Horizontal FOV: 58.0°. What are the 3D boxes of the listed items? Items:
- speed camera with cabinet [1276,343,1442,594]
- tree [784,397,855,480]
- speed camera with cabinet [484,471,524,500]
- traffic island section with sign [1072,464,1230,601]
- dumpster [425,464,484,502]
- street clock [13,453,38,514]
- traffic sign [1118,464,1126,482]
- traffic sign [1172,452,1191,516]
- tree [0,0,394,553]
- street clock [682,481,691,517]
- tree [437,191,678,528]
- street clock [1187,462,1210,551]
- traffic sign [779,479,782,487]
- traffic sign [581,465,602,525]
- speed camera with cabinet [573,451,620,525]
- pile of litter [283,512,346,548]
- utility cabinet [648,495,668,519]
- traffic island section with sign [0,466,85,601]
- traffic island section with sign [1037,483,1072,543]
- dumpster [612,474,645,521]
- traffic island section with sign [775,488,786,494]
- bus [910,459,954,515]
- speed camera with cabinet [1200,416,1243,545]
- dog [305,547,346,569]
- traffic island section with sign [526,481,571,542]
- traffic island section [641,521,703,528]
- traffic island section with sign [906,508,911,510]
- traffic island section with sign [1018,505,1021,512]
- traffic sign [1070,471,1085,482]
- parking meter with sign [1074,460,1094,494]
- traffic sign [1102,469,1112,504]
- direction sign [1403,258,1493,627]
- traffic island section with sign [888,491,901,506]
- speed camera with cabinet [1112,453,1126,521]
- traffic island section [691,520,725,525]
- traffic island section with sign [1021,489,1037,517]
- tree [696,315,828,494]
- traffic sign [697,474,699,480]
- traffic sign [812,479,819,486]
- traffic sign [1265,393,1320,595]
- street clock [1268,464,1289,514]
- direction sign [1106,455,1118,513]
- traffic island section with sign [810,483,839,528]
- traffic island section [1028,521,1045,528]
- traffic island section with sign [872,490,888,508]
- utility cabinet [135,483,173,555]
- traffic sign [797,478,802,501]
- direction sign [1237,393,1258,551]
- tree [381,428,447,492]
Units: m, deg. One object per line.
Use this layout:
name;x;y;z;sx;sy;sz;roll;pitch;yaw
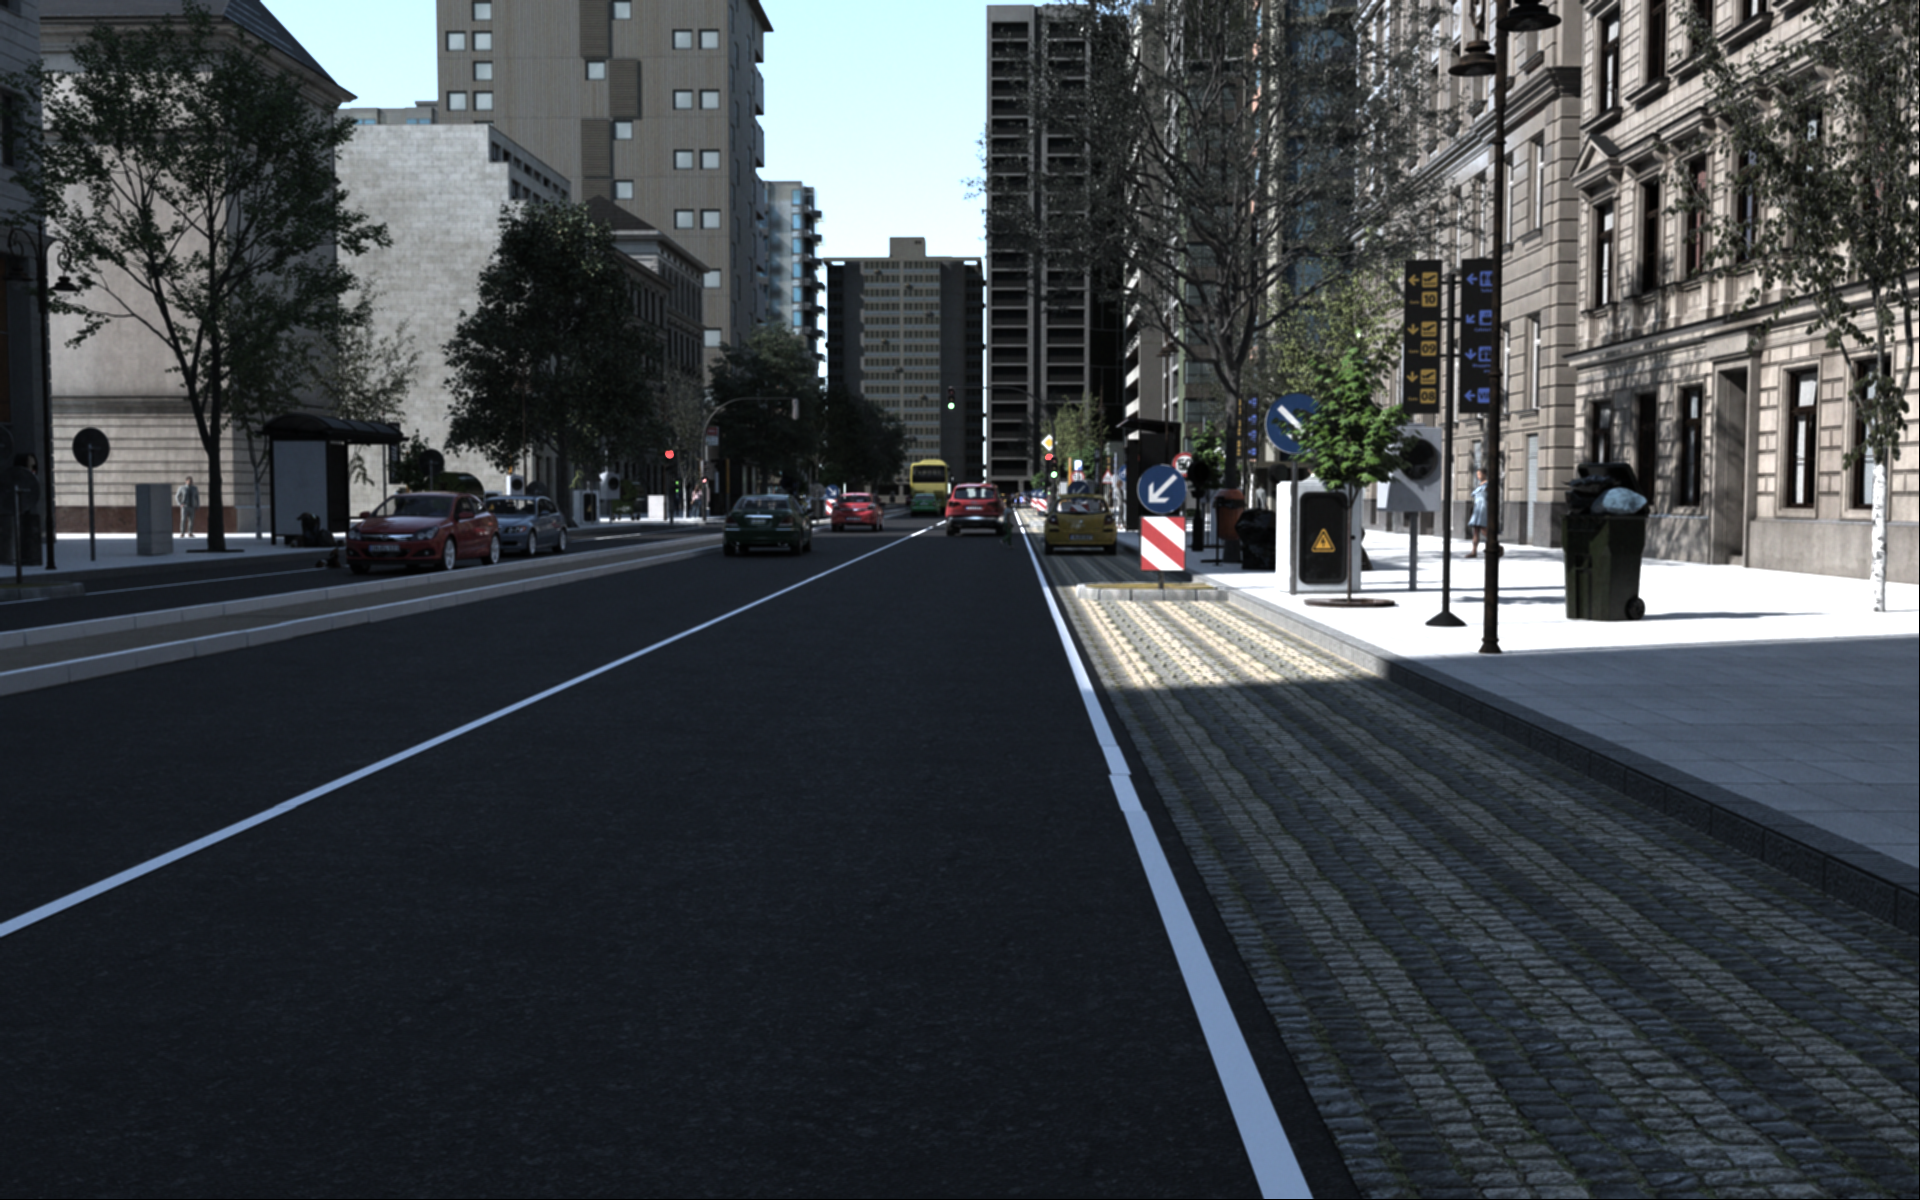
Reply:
speed camera with cabinet;5.197;-1.726;22.563;2.038;3.252;0.660;0;4;-7
tree;-13.089;-13.569;156.260;7.601;10.594;8.767;-1;4;-22
speed camera with cabinet;-21.848;-5.391;82.476;2.038;3.252;0.660;-2;4;-34
traffic island section with sign;2.621;-0.937;23.953;1.989;1.847;2.006;0;4;2
dumpster;-16.207;-3.228;55.271;1.502;2.255;1.985;0;4;2
street clock;-16.589;-1.604;30.797;0.358;2.002;0.471;0;4;-6
traffic sign;7.083;-4.483;73.403;0.768;2.556;0.104;1;4;8
traffic sign;6.791;-3.196;52.366;0.768;2.556;0.104;0;4;6
tree;-16.553;-6.854;37.811;9.928;11.665;9.643;0;3;0
street clock;-15.108;-5.578;95.768;0.471;2.002;0.358;1;4;9
tree;-15.247;-9.110;65.951;9.611;12.733;9.660;0;3;0
street clock;5.330;-2.093;38.792;0.471;2.002;0.358;-2;4;-31
traffic sign;-13.848;-8.331;136.316;0.768;2.556;0.104;1;4;9
traffic sign;-15.434;-4.440;72.591;0.884;2.594;0.081;0;4;3
speed camera with cabinet;-15.446;-4.850;73.639;0.660;3.252;2.038;3;5;42
pile of litter;-15.640;-1.705;41.848;1.719;0.858;1.176;1;4;13
utility cabinet;-15.428;-4.734;88.557;1.020;1.237;0.306;1;4;19
traffic island section with sign;-13.412;-0.945;24.085;1.989;1.847;2.006;0;4;2
traffic island section with sign;3.381;-2.612;51.331;1.989;1.847;2.006;0;4;2
dumpster;-16.187;-4.979;83.900;1.502;2.255;1.985;0;4;1
traffic island section with sign;-11.090;-6.018;107.029;1.989;1.847;2.006;0;4;2
bus;-2.007;-8.021;122.688;2.896;3.916;12.252;0;4;1
speed camera with cabinet;6.558;-3.013;43.592;0.660;3.252;2.038;-1;4;-9
dog;-12.274;-0.814;33.508;0.748;0.427;0.550;-1;4;-17
traffic island section with sign;-12.645;-2.613;51.356;1.989;1.847;2.006;0;4;2
traffic island section;-12.346;-3.165;74.032;2.009;0.180;2.903;0;4;2
traffic island section with sign;-3.859;-9.081;156.608;2.006;1.907;1.989;0;4;2
traffic island section with sign;5.692;-7.701;134.541;1.989;1.847;2.006;0;4;2
traffic sign;6.213;-5.585;91.423;0.768;2.556;0.104;0;4;6
parking meter with sign;6.589;-5.677;89.084;0.543;3.016;1.738;3;5;40
traffic sign;7.504;-5.381;87.991;0.884;2.594;0.081;0;4;3
direction sign;4.740;-1.517;16.799;0.876;3.537;0.379;1;4;9
traffic island section with sign;-8.188;-12.402;211.397;1.989;1.847;2.006;0;4;2
speed camera with cabinet;7.724;-5.376;82.226;0.660;3.252;2.038;0;4;-7
traffic island section;-12.124;-3.653;82.014;2.009;0.180;2.903;0;4;2
traffic island section with sign;4.936;-6.038;107.353;1.989;1.847;2.006;0;4;2
tree;-14.151;-13.363;125.147;9.857;13.997;8.962;0;3;0
traffic sign;-15.046;-6.171;100.628;0.795;2.593;0.064;0;4;7
traffic sign;-12.417;-9.058;148.208;0.768;2.556;0.104;0;4;5
traffic sign;4.232;-1.334;21.915;0.768;2.556;0.104;0;4;5
street clock;7.688;-2.281;41.870;0.471;2.002;0.358;-2;4;-34
direction sign;8.869;-6.679;101.191;0.876;3.537;0.379;3;5;43
traffic island section with sign;-5.942;-4.487;81.498;2.006;1.907;1.989;0;4;2
traffic island section;4.211;-3.625;81.556;2.009;0.180;2.903;0;4;2
traffic island section with sign;-8.949;-10.716;183.841;1.989;1.847;2.006;0;4;2
utility cabinet;-16.983;-1.701;36.494;0.318;1.500;1.173;0;4;-4
traffic sign;-12.741;-8.299;135.793;0.768;2.556;0.104;0;4;7
direction sign;6.428;-2.883;39.131;0.379;3.537;0.876;-2;4;-30
tree;-15.783;-3.430;50.680;1.663;3.219;1.824;0;3;0
